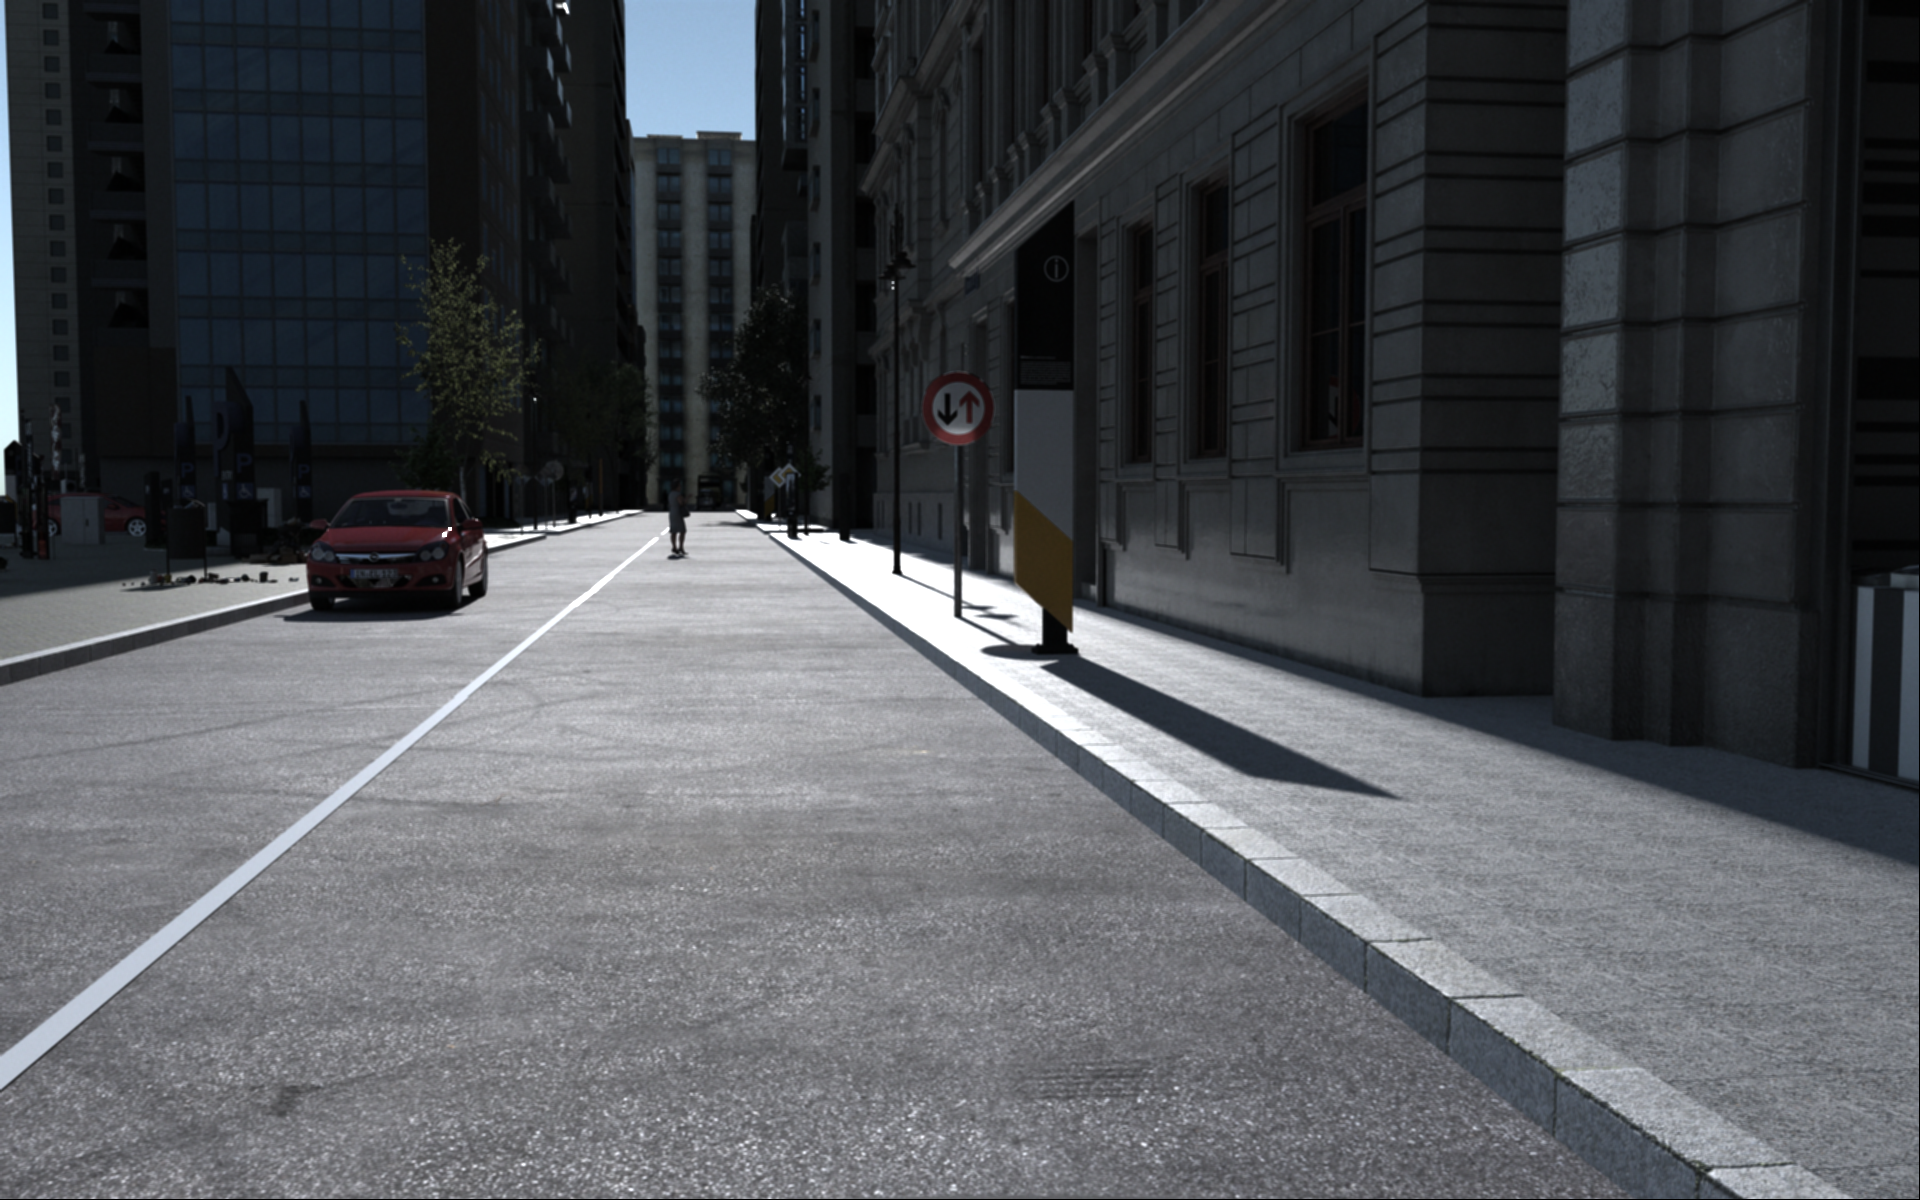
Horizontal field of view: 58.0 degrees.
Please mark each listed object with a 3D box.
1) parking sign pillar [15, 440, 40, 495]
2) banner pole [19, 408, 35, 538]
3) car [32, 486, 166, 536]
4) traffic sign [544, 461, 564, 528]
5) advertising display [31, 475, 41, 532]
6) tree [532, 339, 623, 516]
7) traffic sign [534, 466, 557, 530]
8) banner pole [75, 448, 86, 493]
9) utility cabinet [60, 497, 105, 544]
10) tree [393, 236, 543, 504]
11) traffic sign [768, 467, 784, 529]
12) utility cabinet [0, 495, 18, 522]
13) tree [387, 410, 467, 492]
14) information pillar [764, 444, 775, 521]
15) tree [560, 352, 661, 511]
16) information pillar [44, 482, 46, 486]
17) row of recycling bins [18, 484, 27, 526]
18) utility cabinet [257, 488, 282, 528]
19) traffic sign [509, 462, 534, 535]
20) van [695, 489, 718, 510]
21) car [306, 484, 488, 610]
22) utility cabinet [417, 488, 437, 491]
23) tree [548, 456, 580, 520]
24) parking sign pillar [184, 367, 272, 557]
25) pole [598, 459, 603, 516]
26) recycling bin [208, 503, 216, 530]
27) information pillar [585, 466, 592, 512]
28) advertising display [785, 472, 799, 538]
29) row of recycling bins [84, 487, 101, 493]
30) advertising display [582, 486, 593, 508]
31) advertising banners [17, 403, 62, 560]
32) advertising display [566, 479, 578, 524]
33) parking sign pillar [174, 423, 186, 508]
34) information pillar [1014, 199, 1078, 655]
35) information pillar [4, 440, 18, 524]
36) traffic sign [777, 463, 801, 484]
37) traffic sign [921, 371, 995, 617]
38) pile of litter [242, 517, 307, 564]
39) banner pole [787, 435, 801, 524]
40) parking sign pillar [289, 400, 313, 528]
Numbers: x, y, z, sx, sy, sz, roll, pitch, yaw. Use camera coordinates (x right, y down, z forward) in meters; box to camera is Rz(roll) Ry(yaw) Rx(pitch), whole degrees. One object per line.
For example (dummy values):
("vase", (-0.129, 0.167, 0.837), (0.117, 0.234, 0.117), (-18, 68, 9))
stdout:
("parking sign pillar", (-46.780, -6.014, 86.794), (1.447, 3.967, 1.447), (0, 4, 7))
("banner pole", (-27.216, -3.703, 50.557), (0.863, 3.779, 0.401), (3, 4, 39))
("car", (-27.940, -2.907, 56.574), (4.494, 1.783, 2.155), (0, 4, -6))
("traffic sign", (-15.492, -4.034, 66.060), (0.768, 2.556, 0.104), (0, 4, -5))
("advertising display", (-31.540, -3.299, 59.150), (0.123, 1.923, 0.974), (-3, 4, -38))
("tree", (-18.463, -8.115, 83.048), (4.737, 8.622, 4.395), (0, 3, 0))
("traffic sign", (-14.777, -3.558, 61.808), (0.795, 2.450, 0.064), (-1, 4, -8))
("banner pole", (-47.862, -6.374, 94.230), (0.863, 3.779, 0.401), (1, 4, 22))
("utility cabinet", (-22.572, -2.043, 44.557), (1.020, 1.237, 0.306), (0, 4, 3))
("tree", (-14.184, -6.066, 49.534), (4.360, 8.622, 3.978), (0, 3, 0))
("traffic sign", (-6.564, -3.628, 62.961), (0.795, 2.450, 0.064), (-1, 4, -8))
("utility cabinet", (-43.179, -4.131, 78.703), (0.306, 1.237, 1.020), (1, 4, 23))
("tree", (-12.183, -2.780, 40.051), (1.663, 3.219, 1.824), (0, 3, 0))
("information pillar", (-8.960, -5.499, 81.262), (0.504, 3.616, 0.183), (-1, 4, -14))
("tree", (-25.683, -12.360, 127.848), (9.928, 11.665, 9.643), (0, 3, 0))
("information pillar", (-53.634, -5.919, 101.268), (0.304, 2.012, 0.304), (0, 4, 1))
("row of recycling bins", (-38.202, -3.932, 71.403), (1.069, 1.692, 3.534), (-2, 4, -25))
("utility cabinet", (-25.686, -3.412, 64.459), (1.173, 1.500, 0.318), (3, 4, 38))
("traffic sign", (-13.643, -3.074, 53.903), (0.795, 2.450, 0.064), (-1, 4, -8))
("van", (-22.757, -9.072, 155.337), (2.013, 2.044, 4.112), (0, 4, -7))
("car", (-7.337, -0.843, 22.822), (2.155, 1.783, 4.494), (-1, 4, -9))
("utility cabinet", (-19.067, -3.275, 62.218), (1.173, 1.500, 0.318), (2, 4, 33))
("tree", (-19.880, -5.663, 87.188), (1.663, 3.219, 1.824), (0, 3, 0))
("parking sign pillar", (-15.156, -2.917, 36.168), (1.447, 3.967, 1.447), (-3, 5, -40))
("pole", (-20.693, -6.474, 99.692), (0.158, 3.312, 0.155), (0, 3, 0))
("recycling bin", (-21.486, -2.315, 50.408), (0.722, 1.027, 0.722), (-2, 4, -23))
("information pillar", (-26.275, -8.019, 122.458), (0.504, 3.616, 0.183), (-1, 4, -22))
("advertising display", (-4.979, -2.824, 51.378), (0.123, 1.923, 0.974), (-1, 4, -22))
("row of recycling bins", (-54.474, -6.228, 108.943), (1.069, 1.692, 3.534), (-1, 4, -19))
("advertising display", (-28.657, -7.837, 133.341), (0.974, 1.923, 0.123), (2, 4, 32))
("advertising banners", (-18.047, -2.313, 33.999), (2.074, 3.025, 0.090), (3, 5, 41))
("advertising display", (-16.967, -4.315, 75.770), (0.123, 1.923, 0.974), (1, 4, 8))
("parking sign pillar", (-20.988, -3.578, 46.971), (1.447, 3.967, 1.447), (-2, 4, -27))
("information pillar", (0.684, -1.375, 13.831), (0.504, 3.616, 0.183), (-1, 4, -13))
("information pillar", (-41.304, -5.139, 75.383), (0.504, 3.616, 0.183), (0, 4, 6))
("traffic sign", (-5.430, -3.145, 55.057), (0.795, 2.450, 0.064), (-1, 4, -8))
("traffic sign", (-0.020, -1.097, 18.041), (0.768, 2.556, 0.104), (0, 4, -5))
("pile of litter", (-12.615, -1.111, 32.135), (1.176, 0.858, 1.719), (-3, 5, -42))
("banner pole", (-7.170, -5.143, 74.097), (0.401, 3.779, 0.863), (-3, 5, -41))
("parking sign pillar", (-18.739, -3.719, 49.276), (1.447, 3.967, 1.447), (-2, 4, -26))
